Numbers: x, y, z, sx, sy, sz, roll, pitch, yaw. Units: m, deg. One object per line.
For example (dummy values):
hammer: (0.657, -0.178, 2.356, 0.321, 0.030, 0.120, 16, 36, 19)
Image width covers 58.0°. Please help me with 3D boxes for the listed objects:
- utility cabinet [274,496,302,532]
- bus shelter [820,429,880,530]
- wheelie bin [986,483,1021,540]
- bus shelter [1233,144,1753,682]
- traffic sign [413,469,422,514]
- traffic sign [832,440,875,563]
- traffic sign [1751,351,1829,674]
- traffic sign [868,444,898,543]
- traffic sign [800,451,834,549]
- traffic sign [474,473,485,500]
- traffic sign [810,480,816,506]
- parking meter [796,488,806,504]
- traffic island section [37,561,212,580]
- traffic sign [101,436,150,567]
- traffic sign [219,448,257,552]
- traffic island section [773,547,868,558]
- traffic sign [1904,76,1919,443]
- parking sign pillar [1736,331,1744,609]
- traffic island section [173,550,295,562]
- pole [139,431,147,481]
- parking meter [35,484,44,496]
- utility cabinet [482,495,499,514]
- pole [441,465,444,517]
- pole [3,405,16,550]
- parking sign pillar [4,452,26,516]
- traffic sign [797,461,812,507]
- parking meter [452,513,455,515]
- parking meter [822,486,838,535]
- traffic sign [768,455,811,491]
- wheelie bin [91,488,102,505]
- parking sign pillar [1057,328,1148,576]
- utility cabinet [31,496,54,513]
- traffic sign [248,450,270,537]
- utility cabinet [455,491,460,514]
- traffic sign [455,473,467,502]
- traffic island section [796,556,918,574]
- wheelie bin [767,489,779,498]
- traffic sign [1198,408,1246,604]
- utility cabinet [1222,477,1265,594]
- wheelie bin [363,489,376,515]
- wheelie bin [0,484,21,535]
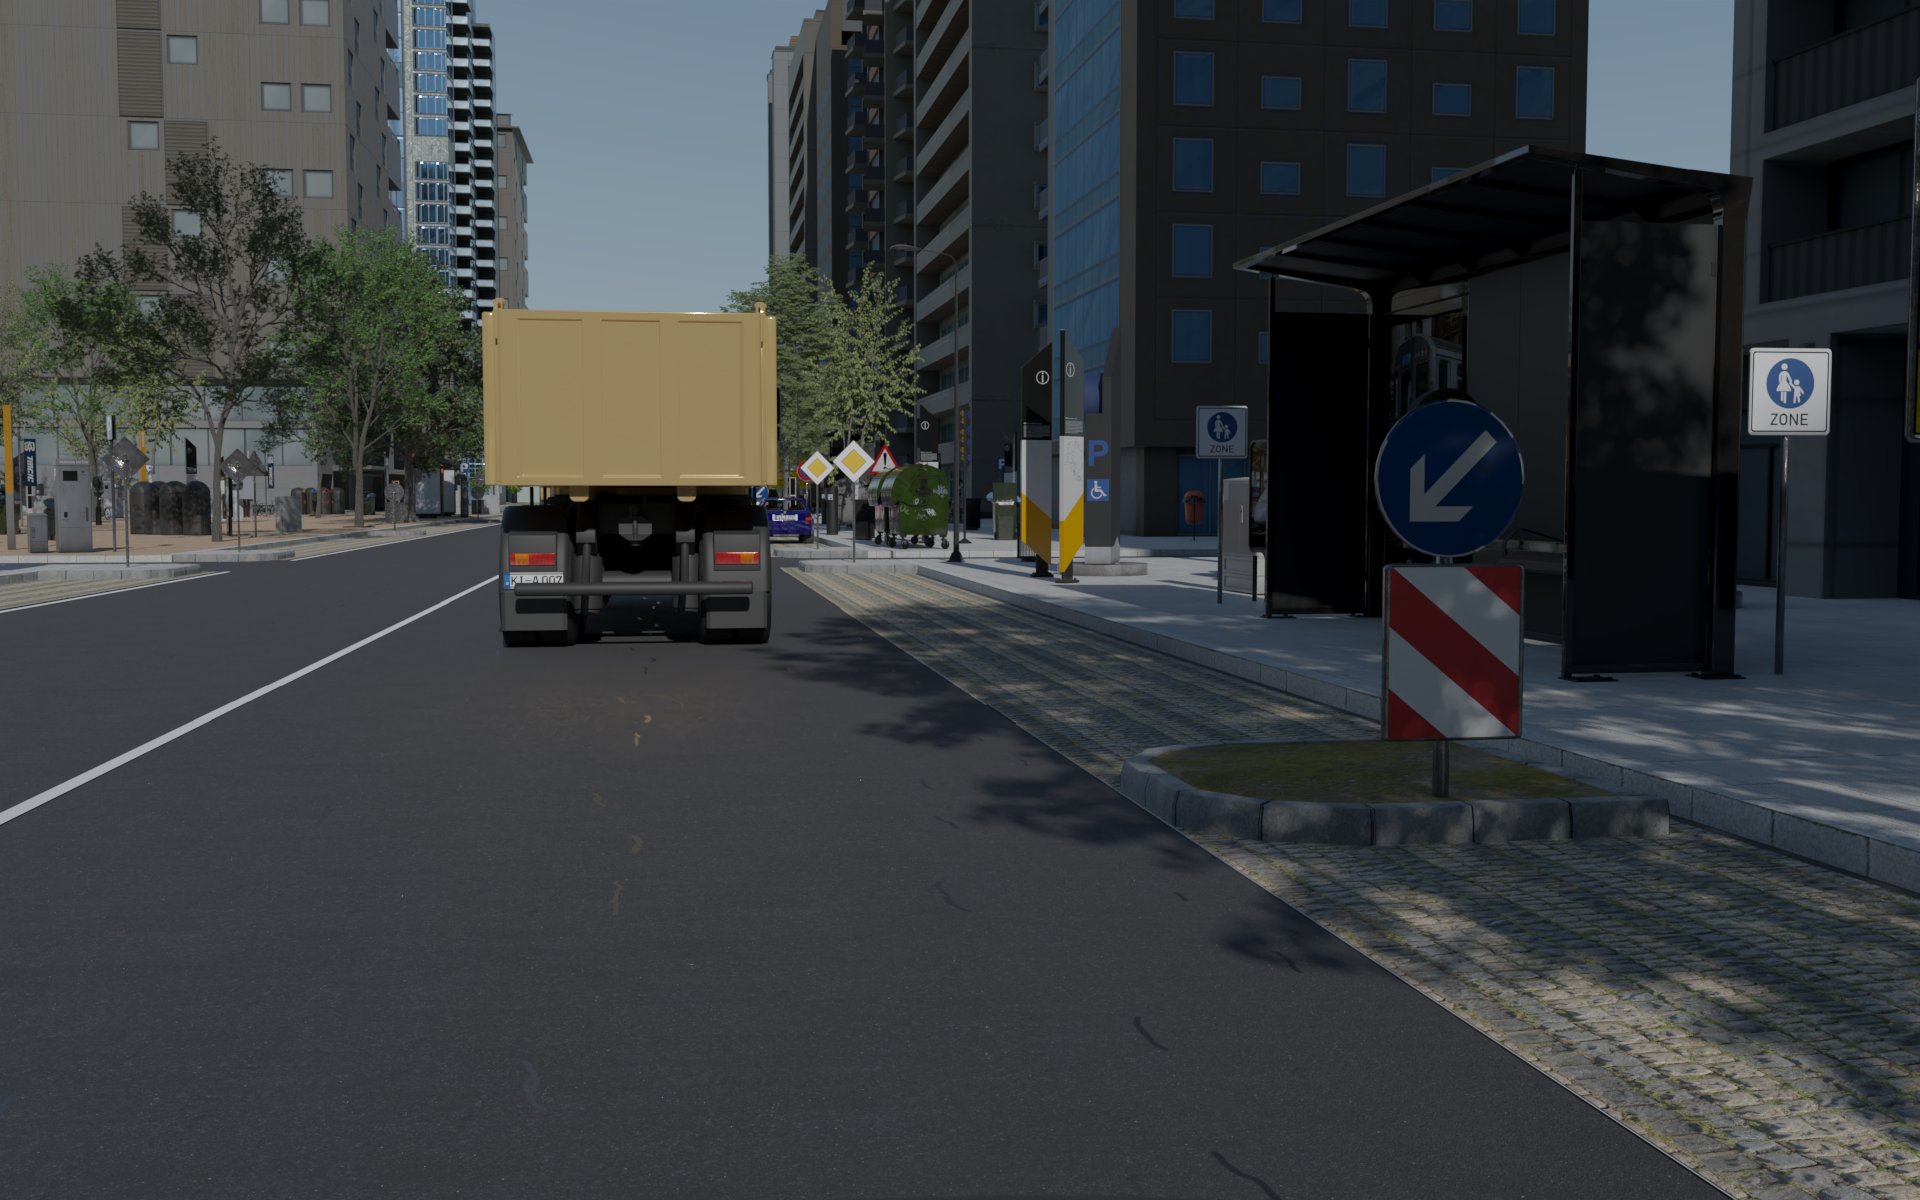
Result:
utility cabinet: (-22.609, -2.883, 58.298, 0.306, 1.237, 1.020, 1, 4, 17)
bus shelter: (-4.162, -4.549, 65.656, 1.731, 3.624, 6.357, -1, 4, -10)
wheelie bin: (1.210, -2.461, 48.142, 0.980, 1.594, 0.693, 0, 4, -6)
bus shelter: (4.152, -1.444, 14.887, 1.731, 3.624, 6.357, -1, 4, -10)
traffic sign: (-27.322, -5.300, 86.766, 0.768, 2.556, 0.104, -1, 4, -9)
traffic sign: (-1.983, -1.754, 32.326, 0.795, 2.450, 0.064, -1, 4, -10)
traffic sign: (5.826, -0.619, 12.255, 0.606, 2.300, 0.079, 0, 4, -7)
traffic sign: (-1.958, -2.774, 45.353, 0.884, 2.594, 0.081, 0, 4, -2)
traffic sign: (-3.309, -2.236, 40.201, 0.795, 2.450, 0.064, -1, 4, -10)
traffic sign: (-29.232, -6.447, 105.513, 0.768, 2.556, 0.104, 0, 4, -6)
traffic sign: (-7.847, -5.569, 91.050, 0.884, 2.594, 0.081, 0, 4, -5)
parking meter: (-6.366, -3.727, 69.340, 0.372, 1.533, 0.369, 0, 3, 0)
traffic island section: (-14.576, -0.490, 30.295, 2.009, 0.180, 2.903, -1, 4, -10)
traffic sign: (-14.554, -1.627, 30.237, 0.795, 2.450, 0.064, -1, 4, -10)
traffic sign: (-15.881, -2.108, 38.111, 0.795, 2.450, 0.064, -1, 4, -10)
traffic island section: (-3.287, -1.101, 40.282, 2.009, 0.180, 2.903, -1, 4, -10)
traffic sign: (5.758, -0.899, 8.569, 2.265, 3.308, 0.079, 0, 4, -3)
parking sign pillar: (8.196, -1.914, 19.772, 1.447, 3.967, 1.447, -2, 4, -35)
traffic island section: (-15.902, -0.972, 38.169, 2.009, 0.180, 2.903, -1, 4, -10)
pole: (-26.346, -3.794, 55.867, 0.158, 3.312, 0.155, 0, 3, 0)
parking meter: (-51.185, -5.543, 96.338, 0.399, 1.863, 0.255, 1, 4, 20)
utility cabinet: (-30.443, -6.179, 112.183, 1.020, 1.237, 0.306, -2, 4, -33)
pole: (-29.109, -6.330, 97.340, 0.158, 3.312, 0.155, 0, 3, 0)
pole: (-21.819, -2.808, 39.754, 0.158, 3.312, 0.155, 0, 3, 0)
parking sign pillar: (-56.350, -7.040, 103.574, 1.447, 3.967, 1.447, -1, 4, -21)
traffic sign: (-5.893, -4.078, 66.777, 0.768, 2.556, 0.104, -1, 4, -9)
parking meter: (-31.085, -5.968, 105.989, 0.372, 1.533, 0.369, 0, 3, 0)
parking meter: (-4.003, -2.806, 54.292, 0.372, 1.533, 0.369, 0, 3, 0)
traffic sign: (-8.912, -5.911, 90.515, 2.265, 3.308, 0.079, 0, 4, -7)
wheelie bin: (-47.634, -5.331, 95.072, 0.693, 1.594, 0.980, 2, 4, 26)
parking sign pillar: (2.278, -2.390, 27.557, 1.447, 3.967, 1.447, 1, 4, 12)
utility cabinet: (-32.736, -3.109, 61.997, 1.020, 1.237, 0.306, 1, 4, 23)
traffic sign: (-21.025, -3.158, 51.640, 0.884, 2.594, 0.081, 0, 4, -2)
utility cabinet: (-32.171, -6.203, 110.090, 1.173, 1.500, 0.318, 2, 4, 28)
traffic sign: (-30.159, -6.395, 104.666, 0.768, 2.556, 0.104, 0, 4, -1)
traffic island section: (-1.961, -0.619, 32.407, 2.009, 0.180, 2.903, -1, 4, -10)
wheelie bin: (-10.129, -5.163, 92.324, 0.980, 1.594, 0.693, -3, 4, -37)
traffic sign: (3.041, -1.106, 20.210, 0.606, 2.300, 0.079, 0, 4, -7)
utility cabinet: (3.744, -0.841, 22.435, 0.318, 1.500, 1.173, -1, 4, -13)
wheelie bin: (-35.736, -5.916, 104.634, 0.980, 1.594, 0.693, 1, 4, 9)
wheelie bin: (-30.059, -2.852, 54.546, 0.693, 1.594, 0.980, 0, 4, -5)
